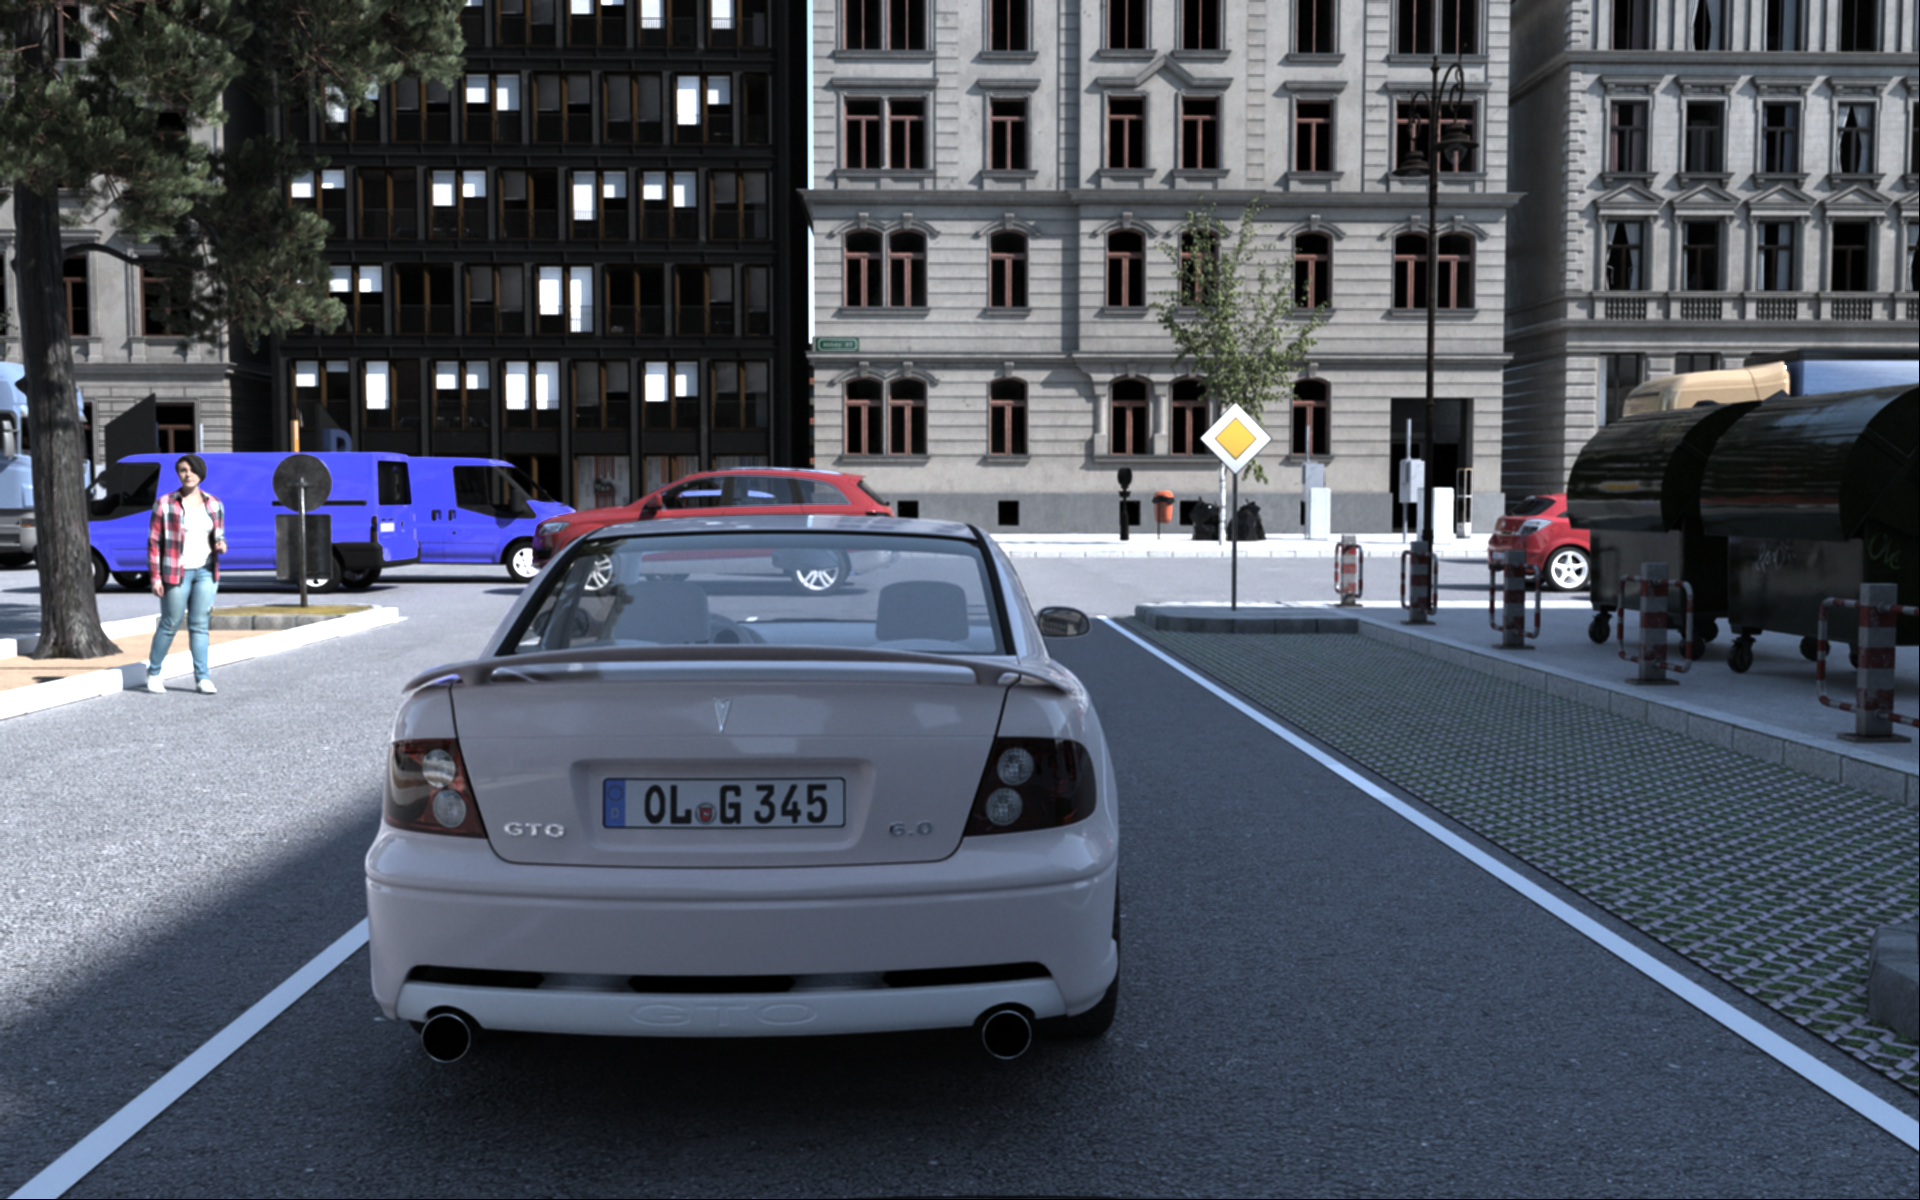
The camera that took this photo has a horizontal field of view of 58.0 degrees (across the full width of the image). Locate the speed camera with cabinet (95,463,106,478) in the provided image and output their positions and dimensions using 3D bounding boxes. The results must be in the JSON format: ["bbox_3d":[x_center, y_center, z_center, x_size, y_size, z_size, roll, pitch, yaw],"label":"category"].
[{"bbox_3d":[-26.246,-3.523,51.935,2.038,3.252,0.660,-1,4,-15],"label":"speed camera with cabinet"}]

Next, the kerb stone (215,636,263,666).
[{"bbox_3d":[-6.256,0.449,14.874,0.120,0.150,1.000,0,4,-2],"label":"kerb stone"}]

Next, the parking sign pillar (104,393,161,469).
[{"bbox_3d":[-22.160,-3.545,46.440,1.447,3.967,1.447,0,4,-4],"label":"parking sign pillar"}]

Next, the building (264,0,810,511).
[{"bbox_3d":[-13.446,-14.037,59.184,15.834,23.373,12.332,0,4,-2],"label":"building"}]

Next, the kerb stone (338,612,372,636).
[{"bbox_3d":[-6.342,0.258,17.972,0.120,0.150,1.000,0,4,-2],"label":"kerb stone"}]

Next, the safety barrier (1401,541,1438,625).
[{"bbox_3d":[4.516,-0.170,17.050,0.300,0.817,1.120,0,4,-2],"label":"safety barrier"}]

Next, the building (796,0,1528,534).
[{"bbox_3d":[6.205,-16.717,60.716,23.554,28.519,14.401,0,4,-2],"label":"building"}]

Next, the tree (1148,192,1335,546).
[{"bbox_3d":[6.732,-5.652,42.769,4.737,8.622,4.395,0,3,0],"label":"tree"}]

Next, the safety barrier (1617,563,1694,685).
[{"bbox_3d":[4.677,0.159,11.681,0.300,0.817,1.120,0,4,-2],"label":"safety barrier"}]

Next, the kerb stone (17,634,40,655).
[{"bbox_3d":[-8.382,0.393,15.770,0.120,0.150,1.000,0,4,-2],"label":"kerb stone"}]

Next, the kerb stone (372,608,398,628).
[{"bbox_3d":[-6.380,0.198,19.000,0.120,0.150,1.000,0,4,-2],"label":"kerb stone"}]

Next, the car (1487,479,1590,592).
[{"bbox_3d":[10.294,-1.042,26.082,4.494,1.783,2.155,0,4,-2],"label":"car"}]

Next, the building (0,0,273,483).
[{"bbox_3d":[-32.776,-13.573,58.082,21.152,22.565,11.583,0,4,-2],"label":"building"}]

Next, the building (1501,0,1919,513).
[{"bbox_3d":[28.511,-14.152,60.260,19.941,23.489,11.050,0,4,-2],"label":"building"}]

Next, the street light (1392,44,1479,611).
[{"bbox_3d":[5.009,-2.791,18.427,0.468,5.910,1.993,0,4,-2],"label":"street light"}]

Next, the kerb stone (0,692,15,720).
[{"bbox_3d":[-6.135,0.700,10.769,0.120,0.150,1.000,0,4,-2],"label":"kerb stone"}]

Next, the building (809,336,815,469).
[{"bbox_3d":[-17.178,-23.386,227.401,28.899,21.520,27.650,0,4,-2],"label":"building"}]

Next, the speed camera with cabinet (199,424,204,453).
[{"bbox_3d":[-20.717,-3.300,48.287,0.660,3.252,2.038,-3,5,-40],"label":"speed camera with cabinet"}]

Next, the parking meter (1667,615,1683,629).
[{"bbox_3d":[6.802,-0.665,16.578,0.255,1.863,0.399,0,4,4],"label":"parking meter"}]

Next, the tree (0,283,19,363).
[{"bbox_3d":[-26.303,-5.728,44.020,4.360,8.622,3.978,0,3,0],"label":"tree"}]

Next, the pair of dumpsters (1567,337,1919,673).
[{"bbox_3d":[6.091,-0.632,12.833,1.574,2.255,4.437,0,4,-2],"label":"pair of dumpsters"}]

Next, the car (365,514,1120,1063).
[{"bbox_3d":[-0.539,0.392,5.945,2.083,1.381,4.827,0,4,-1],"label":"car"}]

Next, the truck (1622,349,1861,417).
[{"bbox_3d":[18.436,-2.799,34.685,11.283,4.237,2.839,0,4,0],"label":"truck"}]

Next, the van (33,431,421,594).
[{"bbox_3d":[-10.850,-1.299,25.624,5.245,2.365,2.240,0,4,0],"label":"van"}]

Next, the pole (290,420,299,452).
[{"bbox_3d":[-18.416,-3.313,48.017,0.158,3.312,0.155,0,3,0],"label":"pole"}]

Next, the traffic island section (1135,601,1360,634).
[{"bbox_3d":[3.036,0.195,19.094,2.009,0.180,2.903,0,4,-2],"label":"traffic island section"}]

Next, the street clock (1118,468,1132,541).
[{"bbox_3d":[4.549,-2.646,47.836,0.358,2.002,0.471,2,4,30],"label":"street clock"}]

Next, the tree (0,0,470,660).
[{"bbox_3d":[-8.011,-6.429,15.002,7.806,13.903,7.818,0,3,0],"label":"tree"}]

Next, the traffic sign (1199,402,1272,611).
[{"bbox_3d":[3.013,-0.940,19.016,0.795,2.450,0.064,0,4,-2],"label":"traffic sign"}]

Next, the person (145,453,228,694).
[{"bbox_3d":[-5.567,-0.191,12.469,0.643,1.720,0.563,3,5,43],"label":"person"}]

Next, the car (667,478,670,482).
[{"bbox_3d":[-3.307,-1.083,27.296,3.694,1.707,1.945,0,4,-3],"label":"car"}]

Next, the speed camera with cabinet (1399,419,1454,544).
[{"bbox_3d":[12.111,-3.097,44.976,0.660,3.252,2.038,-1,4,-11],"label":"speed camera with cabinet"}]

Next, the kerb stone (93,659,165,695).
[{"bbox_3d":[-6.187,0.574,12.826,0.120,0.150,1.000,0,4,-2],"label":"kerb stone"}]

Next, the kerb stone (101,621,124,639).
[{"bbox_3d":[-8.420,0.330,16.794,0.120,0.150,1.000,0,4,-2],"label":"kerb stone"}]

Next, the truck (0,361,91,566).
[{"bbox_3d":[-25.792,-2.643,32.964,18.799,4.110,2.967,0,4,-2],"label":"truck"}]

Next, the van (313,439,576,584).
[{"bbox_3d":[-8.696,-1.471,28.439,5.245,2.365,2.240,0,4,-2],"label":"van"}]

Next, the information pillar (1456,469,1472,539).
[{"bbox_3d":[14.536,-2.780,49.950,0.304,2.012,0.304,-3,4,-36],"label":"information pillar"}]

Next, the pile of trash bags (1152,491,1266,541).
[{"bbox_3d":[6.908,-2.368,48.471,3.447,1.369,1.912,3,4,36],"label":"pile of trash bags"}]

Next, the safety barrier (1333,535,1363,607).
[{"bbox_3d":[4.430,-0.335,19.751,0.300,0.817,1.120,0,4,-2],"label":"safety barrier"}]

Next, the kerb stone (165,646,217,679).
[{"bbox_3d":[-6.224,0.510,13.850,0.120,0.150,1.000,0,4,-2],"label":"kerb stone"}]

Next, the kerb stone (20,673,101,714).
[{"bbox_3d":[-6.161,0.638,11.794,0.120,0.150,1.000,0,4,-2],"label":"kerb stone"}]

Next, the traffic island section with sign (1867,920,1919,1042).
[{"bbox_3d":[3.490,0.265,4.294,1.989,1.847,2.006,0,4,-2],"label":"traffic island section with sign"}]

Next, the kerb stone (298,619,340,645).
[{"bbox_3d":[-6.315,0.324,16.931,0.120,0.150,1.000,0,4,-2],"label":"kerb stone"}]

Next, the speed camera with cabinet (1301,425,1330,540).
[{"bbox_3d":[10.120,-3.356,49.199,0.660,3.252,2.038,0,4,5],"label":"speed camera with cabinet"}]

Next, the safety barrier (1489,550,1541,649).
[{"bbox_3d":[4.597,-0.006,14.365,0.300,0.817,1.120,0,4,-2],"label":"safety barrier"}]

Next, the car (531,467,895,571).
[{"bbox_3d":[-3.506,-1.004,25.084,5.304,1.827,2.281,0,4,-1],"label":"car"}]

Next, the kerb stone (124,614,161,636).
[{"bbox_3d":[-8.443,0.273,17.822,0.120,0.150,1.000,0,4,-2],"label":"kerb stone"}]

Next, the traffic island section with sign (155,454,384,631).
[{"bbox_3d":[-7.427,-0.665,19.015,2.006,1.907,1.989,0,4,-2],"label":"traffic island section with sign"}]

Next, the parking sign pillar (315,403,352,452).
[{"bbox_3d":[-18.730,-3.881,51.934,1.447,3.967,1.447,1,4,14],"label":"parking sign pillar"}]

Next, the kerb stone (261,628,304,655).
[{"bbox_3d":[-6.279,0.391,15.902,0.120,0.150,1.000,0,4,-2],"label":"kerb stone"}]

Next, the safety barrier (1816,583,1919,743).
[{"bbox_3d":[4.760,0.323,8.996,0.300,0.817,1.120,0,4,-2],"label":"safety barrier"}]
